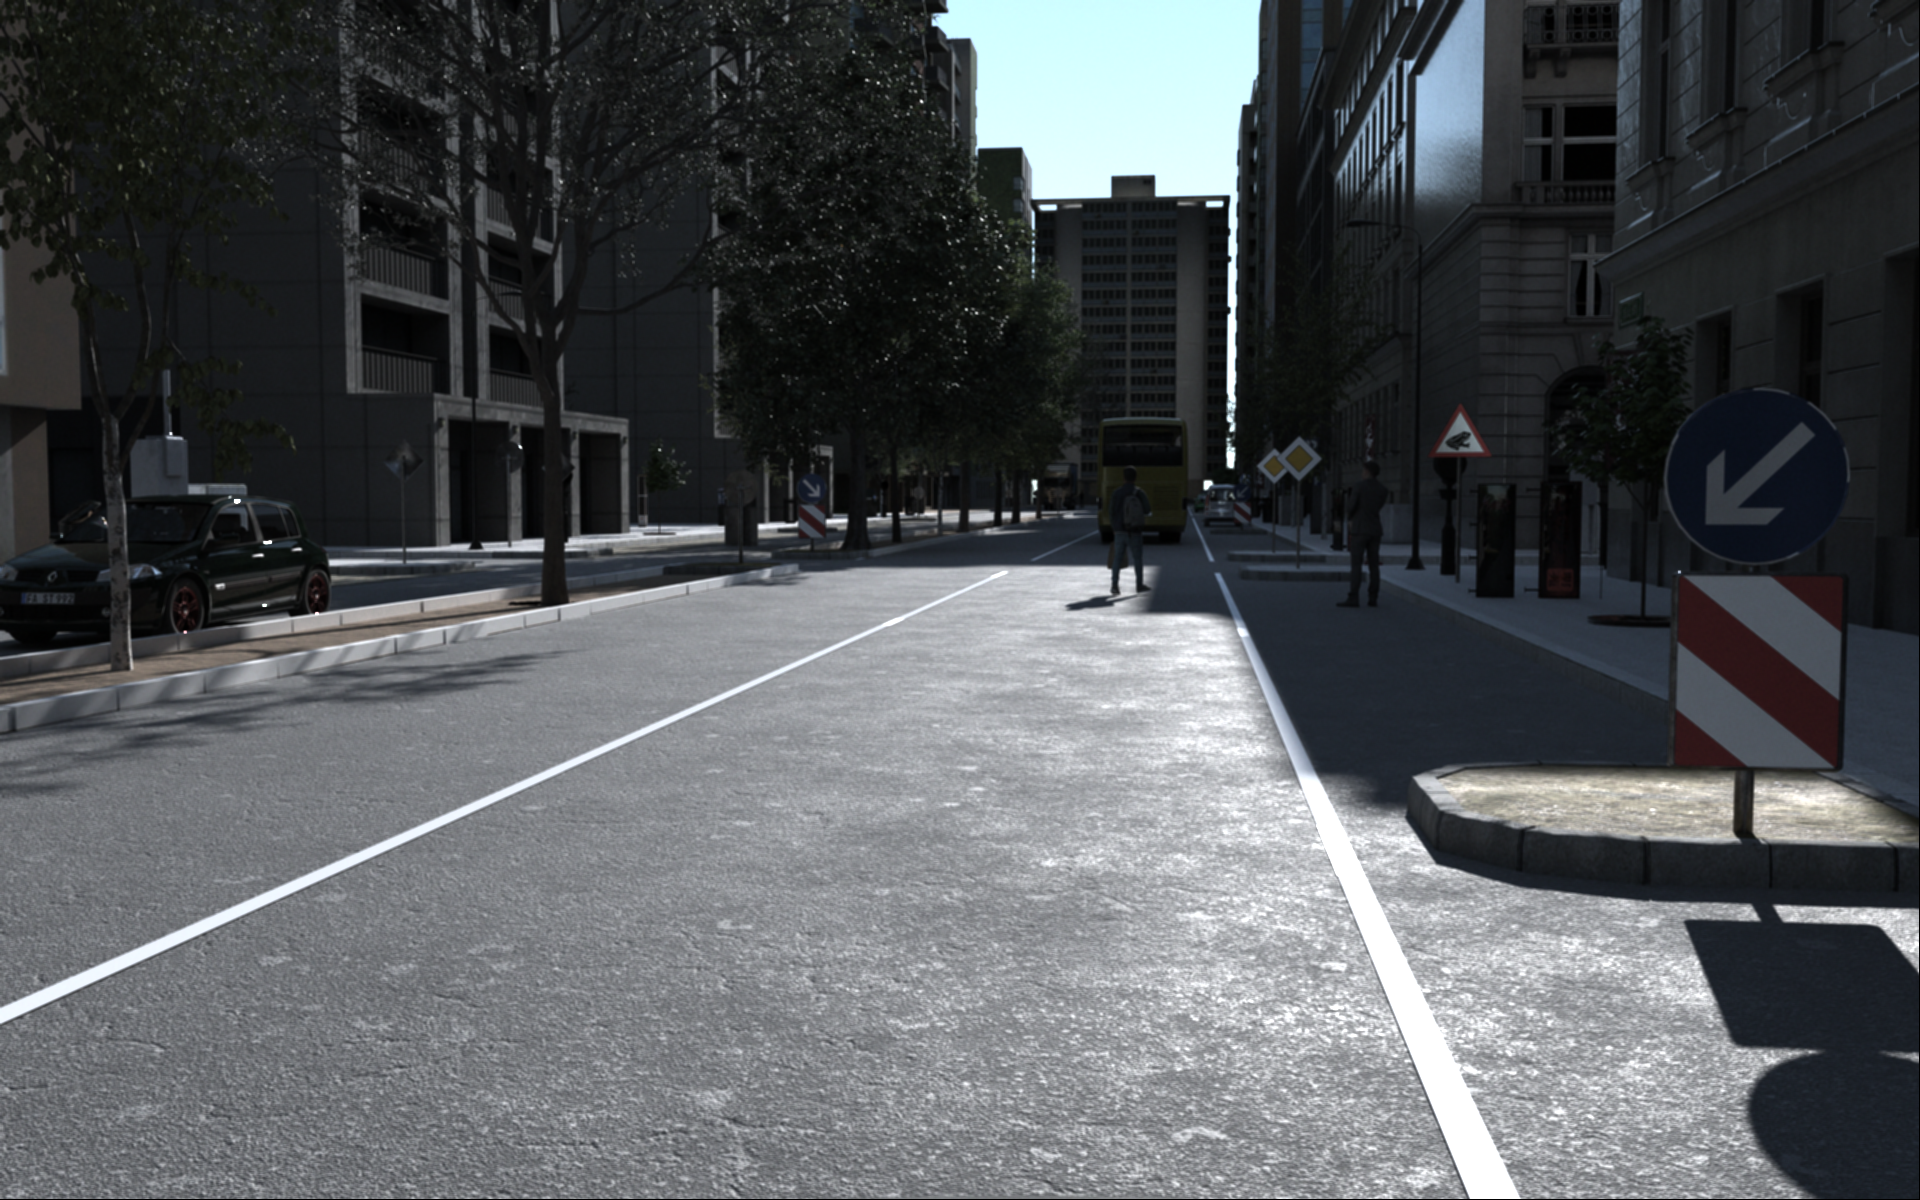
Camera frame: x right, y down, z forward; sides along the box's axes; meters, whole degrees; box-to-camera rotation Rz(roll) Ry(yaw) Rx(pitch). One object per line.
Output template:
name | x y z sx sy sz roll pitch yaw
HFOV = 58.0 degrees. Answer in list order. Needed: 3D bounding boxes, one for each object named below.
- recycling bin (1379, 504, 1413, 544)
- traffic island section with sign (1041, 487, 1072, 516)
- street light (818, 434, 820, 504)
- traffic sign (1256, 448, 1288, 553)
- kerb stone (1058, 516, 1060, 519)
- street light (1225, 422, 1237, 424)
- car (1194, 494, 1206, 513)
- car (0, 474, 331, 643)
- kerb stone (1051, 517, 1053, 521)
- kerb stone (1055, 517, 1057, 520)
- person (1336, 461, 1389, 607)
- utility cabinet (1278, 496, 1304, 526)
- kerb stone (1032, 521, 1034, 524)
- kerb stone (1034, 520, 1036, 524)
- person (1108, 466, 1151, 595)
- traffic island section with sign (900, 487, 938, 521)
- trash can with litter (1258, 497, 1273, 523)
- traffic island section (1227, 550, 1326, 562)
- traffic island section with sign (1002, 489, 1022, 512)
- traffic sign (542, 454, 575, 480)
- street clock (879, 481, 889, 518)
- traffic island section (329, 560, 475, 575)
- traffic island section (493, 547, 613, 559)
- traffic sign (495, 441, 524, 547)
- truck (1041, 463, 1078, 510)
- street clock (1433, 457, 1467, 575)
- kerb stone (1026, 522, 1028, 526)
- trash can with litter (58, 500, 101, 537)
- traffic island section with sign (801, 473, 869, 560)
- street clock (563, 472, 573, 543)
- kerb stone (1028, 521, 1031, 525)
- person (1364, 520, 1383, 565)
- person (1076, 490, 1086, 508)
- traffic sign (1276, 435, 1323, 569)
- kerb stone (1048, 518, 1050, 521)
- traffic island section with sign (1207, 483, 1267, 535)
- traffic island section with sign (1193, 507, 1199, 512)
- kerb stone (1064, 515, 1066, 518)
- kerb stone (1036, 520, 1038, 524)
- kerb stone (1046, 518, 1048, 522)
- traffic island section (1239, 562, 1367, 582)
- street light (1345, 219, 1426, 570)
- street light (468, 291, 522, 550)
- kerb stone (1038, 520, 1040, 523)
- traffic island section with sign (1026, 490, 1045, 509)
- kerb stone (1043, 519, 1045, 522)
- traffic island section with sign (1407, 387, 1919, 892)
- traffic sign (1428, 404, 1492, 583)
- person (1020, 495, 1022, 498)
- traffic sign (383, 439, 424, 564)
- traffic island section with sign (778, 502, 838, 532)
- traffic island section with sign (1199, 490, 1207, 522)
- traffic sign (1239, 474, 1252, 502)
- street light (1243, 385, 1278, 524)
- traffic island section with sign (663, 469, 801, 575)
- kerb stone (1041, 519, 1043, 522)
recycling bin | 11.208 -1.957 44.551 0.722 1.027 0.722 -1 4 -19
traffic island section with sign | 6.378 -6.430 113.263 2.006 1.907 1.989 0 4 7
street light | -5.803 -6.419 77.484 1.470 5.913 1.316 0 4 7
traffic sign | 6.839 -2.084 37.716 0.795 2.450 0.064 0 4 7
kerb stone | 5.335 -4.570 96.967 0.120 0.150 1.000 0 4 7
street light | 17.779 -8.513 111.722 1.470 5.913 1.316 0 4 7
car | 18.981 -7.626 133.488 1.959 1.807 4.718 0 4 8
car | -8.080 -0.491 17.821 2.009 1.686 4.222 0 4 7
kerb stone | 4.687 -4.259 91.887 0.120 0.150 1.000 0 4 7
kerb stone | 5.075 -4.449 94.937 0.120 0.150 1.000 0 4 7
person | 5.125 -0.845 22.128 0.655 1.846 0.447 -2 4 -24
utility cabinet | 13.458 -3.624 70.417 1.020 1.237 0.306 -1 4 -20
kerb stone | 3.247 -3.577 80.680 0.120 0.150 1.000 0 4 7
kerb stone | 3.371 -3.637 81.695 0.120 0.150 1.000 0 4 7
person | 2.354 -0.984 24.577 0.794 1.824 0.713 3 5 41
traffic island section with sign | -2.213 -5.100 92.016 1.989 1.847 2.006 0 4 7
trash can with litter | 13.865 -4.034 77.348 1.055 1.170 0.624 -3 5 -39
traffic island section | 6.864 -0.949 37.790 2.009 0.180 2.903 0 4 7
traffic island section with sign | 4.037 -8.081 140.747 1.989 1.847 2.006 0 4 7
traffic sign | -9.221 -2.211 39.789 0.795 2.450 0.064 0 4 7
street clock | -4.085 -5.429 93.330 0.471 2.002 0.358 -2 4 -33
traffic island section | -10.262 -0.590 31.934 2.009 0.180 2.903 0 4 7
traffic island section | -9.246 -1.075 39.854 2.009 0.180 2.903 0 4 7
traffic sign | -10.868 -2.547 41.745 0.768 2.556 0.104 1 4 14
truck | 9.076 -10.261 156.675 2.839 4.237 11.283 0 4 7
street clock | 7.756 -1.400 27.463 0.471 2.002 0.358 0 4 -3
kerb stone | 2.851 -3.390 77.627 0.120 0.150 1.000 0 4 7
trash can with litter | -16.162 -1.233 31.548 1.055 1.170 0.624 1 4 17
traffic island section with sign | -3.174 -1.871 38.732 2.006 1.907 1.989 0 4 7
street clock | -10.448 -2.515 45.687 0.471 2.002 0.358 -1 4 -14
kerb stone | 2.988 -3.450 78.640 0.120 0.150 1.000 0 4 7
person | 8.139 -1.578 34.315 0.388 1.821 0.555 3 4 38
person | 12.370 -10.215 175.531 1.348 1.822 0.705 2 4 30
traffic sign | 5.823 -1.600 29.796 0.795 2.450 0.064 0 4 7
kerb stone | 4.423 -4.137 89.845 0.120 0.150 1.000 0 4 7
traffic island section with sign | 9.999 -3.276 62.190 1.989 1.847 2.006 0 4 7
traffic island section with sign | 23.359 -9.646 166.334 1.989 1.847 2.006 0 4 7
kerb stone | 5.986 -4.884 102.060 0.120 0.150 1.000 0 4 7
kerb stone | 3.509 -3.701 82.713 0.120 0.150 1.000 0 4 7
kerb stone | 4.292 -4.069 88.832 0.120 0.150 1.000 0 4 7
traffic island section | 5.848 -0.464 29.870 2.009 0.180 2.903 0 4 7
street light | 7.218 -3.477 29.388 1.470 5.913 1.316 0 4 7
street light | -10.649 -4.113 39.789 1.470 5.913 1.316 0 4 7
kerb stone | 3.642 -3.757 83.733 0.120 0.150 1.000 0 4 7
traffic island section with sign | 7.458 -9.716 167.485 1.989 1.847 2.006 0 4 7
kerb stone | 4.033 -3.951 86.798 0.120 0.150 1.000 0 4 7
traffic island section with sign | 2.959 0.085 7.244 1.989 1.847 2.006 0 4 7
traffic sign | 7.204 -1.529 25.006 0.884 2.594 0.081 1 4 15
person | 4.990 -8.254 144.930 0.593 1.643 0.415 3 5 41
traffic sign | -10.237 -1.726 31.869 0.795 2.450 0.064 0 4 7
traffic island section with sign | -5.677 -3.456 65.140 1.989 1.847 2.006 0 4 7
traffic island section with sign | 13.532 -4.956 89.658 1.989 1.847 2.006 0 4 7
traffic sign | 17.888 -6.635 108.591 0.768 2.556 0.104 1 4 10
street light | 12.913 -6.177 73.534 1.470 5.913 1.316 0 4 7
traffic island section with sign | -4.126 -1.422 31.386 2.006 1.907 1.989 0 4 7
kerb stone | 3.898 -3.878 85.774 0.120 0.150 1.000 0 4 7
